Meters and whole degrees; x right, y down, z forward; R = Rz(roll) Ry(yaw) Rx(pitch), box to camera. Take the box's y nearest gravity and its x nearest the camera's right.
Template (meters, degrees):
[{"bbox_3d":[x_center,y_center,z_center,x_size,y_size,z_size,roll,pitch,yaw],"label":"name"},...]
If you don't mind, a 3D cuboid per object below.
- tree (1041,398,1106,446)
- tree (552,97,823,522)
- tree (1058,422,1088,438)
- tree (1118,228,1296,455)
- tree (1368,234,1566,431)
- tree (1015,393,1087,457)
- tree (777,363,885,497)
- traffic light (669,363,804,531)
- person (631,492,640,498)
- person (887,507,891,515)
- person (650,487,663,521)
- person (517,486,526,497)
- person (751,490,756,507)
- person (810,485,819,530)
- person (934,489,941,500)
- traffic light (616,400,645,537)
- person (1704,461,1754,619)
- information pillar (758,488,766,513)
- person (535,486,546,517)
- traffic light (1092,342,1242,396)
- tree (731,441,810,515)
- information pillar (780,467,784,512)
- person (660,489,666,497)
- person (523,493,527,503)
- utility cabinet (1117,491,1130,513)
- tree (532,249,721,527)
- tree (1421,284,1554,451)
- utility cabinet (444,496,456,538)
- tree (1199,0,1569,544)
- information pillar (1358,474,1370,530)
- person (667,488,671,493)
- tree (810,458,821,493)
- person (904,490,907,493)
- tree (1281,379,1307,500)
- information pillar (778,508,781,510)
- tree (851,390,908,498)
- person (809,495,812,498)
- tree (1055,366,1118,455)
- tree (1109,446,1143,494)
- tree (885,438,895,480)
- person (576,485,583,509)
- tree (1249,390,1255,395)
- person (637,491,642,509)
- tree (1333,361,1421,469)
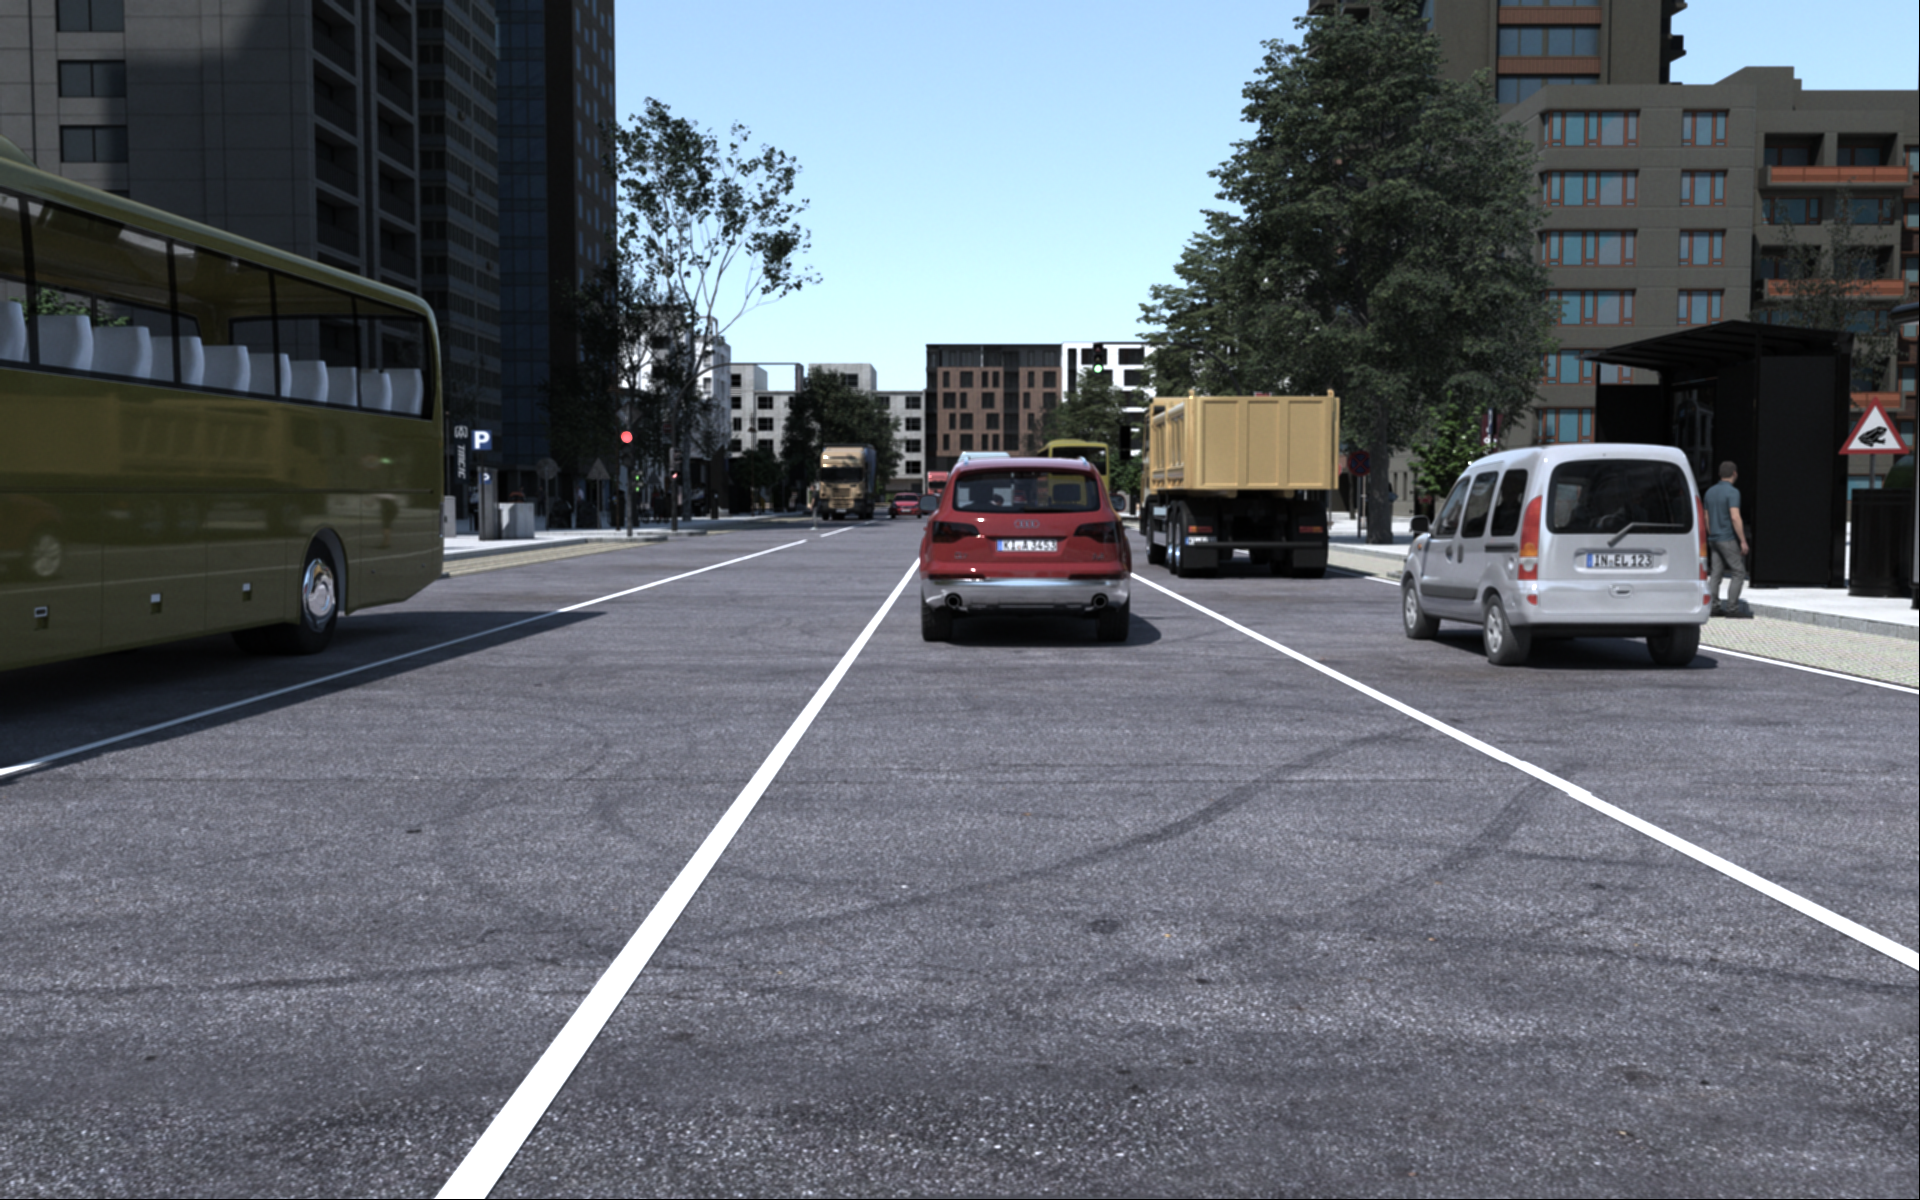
[{"bbox_3d":[12.171,-15.727,182.896,9.928,11.665,9.643,0,3,0],"label":"tree"},{"bbox_3d":[-12.683,-13.822,81.882,12.611,20.169,13.585,0,3,0],"label":"tree"},{"bbox_3d":[11.558,-13.692,174.228,4.360,8.622,3.978,0,3,0],"label":"tree"},{"bbox_3d":[11.156,-9.559,74.416,7.486,12.596,7.792,0,3,0],"label":"tree"},{"bbox_3d":[20.170,-8.817,69.919,9.928,11.665,9.643,0,3,0],"label":"tree"},{"bbox_3d":[11.761,-18.363,210.602,12.009,13.543,11.850,0,3,0],"label":"tree"},{"bbox_3d":[-12.060,-14.368,151.923,9.611,12.733,9.660,0,3,0],"label":"tree"},{"bbox_3d":[-7.786,-5.217,59.973,4.771,5.953,1.251,0,4,0],"label":"traffic light"},{"bbox_3d":[-16.483,-4.963,87.886,0.504,1.737,0.576,-1,4,-14],"label":"person"},{"bbox_3d":[-4.694,-5.897,115.389,0.357,0.543,0.381,0,4,-6],"label":"person"},{"bbox_3d":[-14.233,-4.499,81.304,0.593,1.614,0.444,1,4,20],"label":"person"},{"bbox_3d":[-22.811,-5.080,90.015,0.541,1.710,0.530,-2,4,-24],"label":"person"},{"bbox_3d":[-21.353,-10.438,176.799,1.348,1.812,0.705,3,4,38],"label":"person"},{"bbox_3d":[-5.906,-3.757,70.050,0.434,1.807,0.598,2,4,25],"label":"person"},{"bbox_3d":[-1.557,-6.260,111.578,0.841,1.734,0.376,0,4,0],"label":"person"},{"bbox_3d":[-9.913,-3.856,51.962,0.839,4.253,0.868,0,4,0],"label":"traffic light"},{"bbox_3d":[8.863,-0.693,19.964,0.434,1.807,0.598,0,4,-3],"label":"person"},{"bbox_3d":[-13.518,-7.755,118.144,0.504,3.616,0.183,2,4,24],"label":"information pillar"},{"bbox_3d":[-23.850,-5.627,98.576,0.617,1.759,0.750,-1,4,-10],"label":"person"},{"bbox_3d":[6.316,-4.715,51.765,4.771,5.953,1.251,0,4,0],"label":"traffic light"},{"bbox_3d":[-12.226,-7.428,105.156,4.285,4.588,4.351,0,3,0],"label":"tree"},{"bbox_3d":[-12.793,-8.153,124.662,0.183,3.616,0.504,1,4,13],"label":"information pillar"},{"bbox_3d":[-24.294,-8.239,141.471,1.217,1.735,0.721,0,4,-1],"label":"person"},{"bbox_3d":[-19.873,-4.211,78.804,0.340,1.345,0.435,-2,4,-25],"label":"person"},{"bbox_3d":[11.083,-6.652,117.445,0.318,1.500,1.173,-2,4,-28],"label":"utility cabinet"},{"bbox_3d":[-12.908,-8.102,66.887,7.601,10.594,8.767,-2,4,-30],"label":"tree"},{"bbox_3d":[19.020,-6.782,61.250,4.360,8.622,3.978,0,3,0],"label":"tree"},{"bbox_3d":[-15.254,-2.409,50.549,1.020,1.237,0.306,-3,4,-37],"label":"utility cabinet"},{"bbox_3d":[10.794,-8.397,43.944,9.857,13.997,8.962,0,3,0],"label":"tree"},{"bbox_3d":[14.567,-3.547,62.488,0.304,2.012,0.304,-2,4,-35],"label":"information pillar"},{"bbox_3d":[-21.019,-7.195,124.623,0.436,1.711,0.756,-2,4,-33],"label":"person"},{"bbox_3d":[-12.341,-9.261,135.132,4.285,4.588,4.351,0,3,0],"label":"tree"},{"bbox_3d":[-4.216,-7.395,129.936,0.750,1.759,0.617,1,4,12],"label":"person"},{"bbox_3d":[19.735,-9.052,98.358,4.360,8.622,3.978,0,3,0],"label":"tree"},{"bbox_3d":[-13.764,-7.833,132.553,0.304,2.012,0.304,0,4,1],"label":"information pillar"},{"bbox_3d":[-11.344,-18.624,211.159,9.857,13.997,8.962,0,3,0],"label":"tree"},{"bbox_3d":[-18.079,-12.546,214.344,1.217,1.736,0.721,-1,4,-18],"label":"person"},{"bbox_3d":[12.000,-14.363,152.968,7.486,12.596,7.792,0,3,0],"label":"tree"},{"bbox_3d":[11.061,-8.411,121.240,4.285,4.588,4.351,0,3,0],"label":"tree"},{"bbox_3d":[-11.431,-16.124,180.640,9.611,12.733,9.660,0,3,0],"label":"tree"},{"bbox_3d":[-17.671,-4.482,80.263,0.436,1.711,0.756,0,4,4],"label":"person"},{"bbox_3d":[18.674,-10.030,114.357,4.360,8.622,3.978,0,3,0],"label":"tree"},{"bbox_3d":[-22.930,-7.126,123.366,0.655,1.722,0.431,1,4,13],"label":"person"},{"bbox_3d":[19.116,-7.863,78.917,4.360,8.622,3.978,0,3,0],"label":"tree"}]
